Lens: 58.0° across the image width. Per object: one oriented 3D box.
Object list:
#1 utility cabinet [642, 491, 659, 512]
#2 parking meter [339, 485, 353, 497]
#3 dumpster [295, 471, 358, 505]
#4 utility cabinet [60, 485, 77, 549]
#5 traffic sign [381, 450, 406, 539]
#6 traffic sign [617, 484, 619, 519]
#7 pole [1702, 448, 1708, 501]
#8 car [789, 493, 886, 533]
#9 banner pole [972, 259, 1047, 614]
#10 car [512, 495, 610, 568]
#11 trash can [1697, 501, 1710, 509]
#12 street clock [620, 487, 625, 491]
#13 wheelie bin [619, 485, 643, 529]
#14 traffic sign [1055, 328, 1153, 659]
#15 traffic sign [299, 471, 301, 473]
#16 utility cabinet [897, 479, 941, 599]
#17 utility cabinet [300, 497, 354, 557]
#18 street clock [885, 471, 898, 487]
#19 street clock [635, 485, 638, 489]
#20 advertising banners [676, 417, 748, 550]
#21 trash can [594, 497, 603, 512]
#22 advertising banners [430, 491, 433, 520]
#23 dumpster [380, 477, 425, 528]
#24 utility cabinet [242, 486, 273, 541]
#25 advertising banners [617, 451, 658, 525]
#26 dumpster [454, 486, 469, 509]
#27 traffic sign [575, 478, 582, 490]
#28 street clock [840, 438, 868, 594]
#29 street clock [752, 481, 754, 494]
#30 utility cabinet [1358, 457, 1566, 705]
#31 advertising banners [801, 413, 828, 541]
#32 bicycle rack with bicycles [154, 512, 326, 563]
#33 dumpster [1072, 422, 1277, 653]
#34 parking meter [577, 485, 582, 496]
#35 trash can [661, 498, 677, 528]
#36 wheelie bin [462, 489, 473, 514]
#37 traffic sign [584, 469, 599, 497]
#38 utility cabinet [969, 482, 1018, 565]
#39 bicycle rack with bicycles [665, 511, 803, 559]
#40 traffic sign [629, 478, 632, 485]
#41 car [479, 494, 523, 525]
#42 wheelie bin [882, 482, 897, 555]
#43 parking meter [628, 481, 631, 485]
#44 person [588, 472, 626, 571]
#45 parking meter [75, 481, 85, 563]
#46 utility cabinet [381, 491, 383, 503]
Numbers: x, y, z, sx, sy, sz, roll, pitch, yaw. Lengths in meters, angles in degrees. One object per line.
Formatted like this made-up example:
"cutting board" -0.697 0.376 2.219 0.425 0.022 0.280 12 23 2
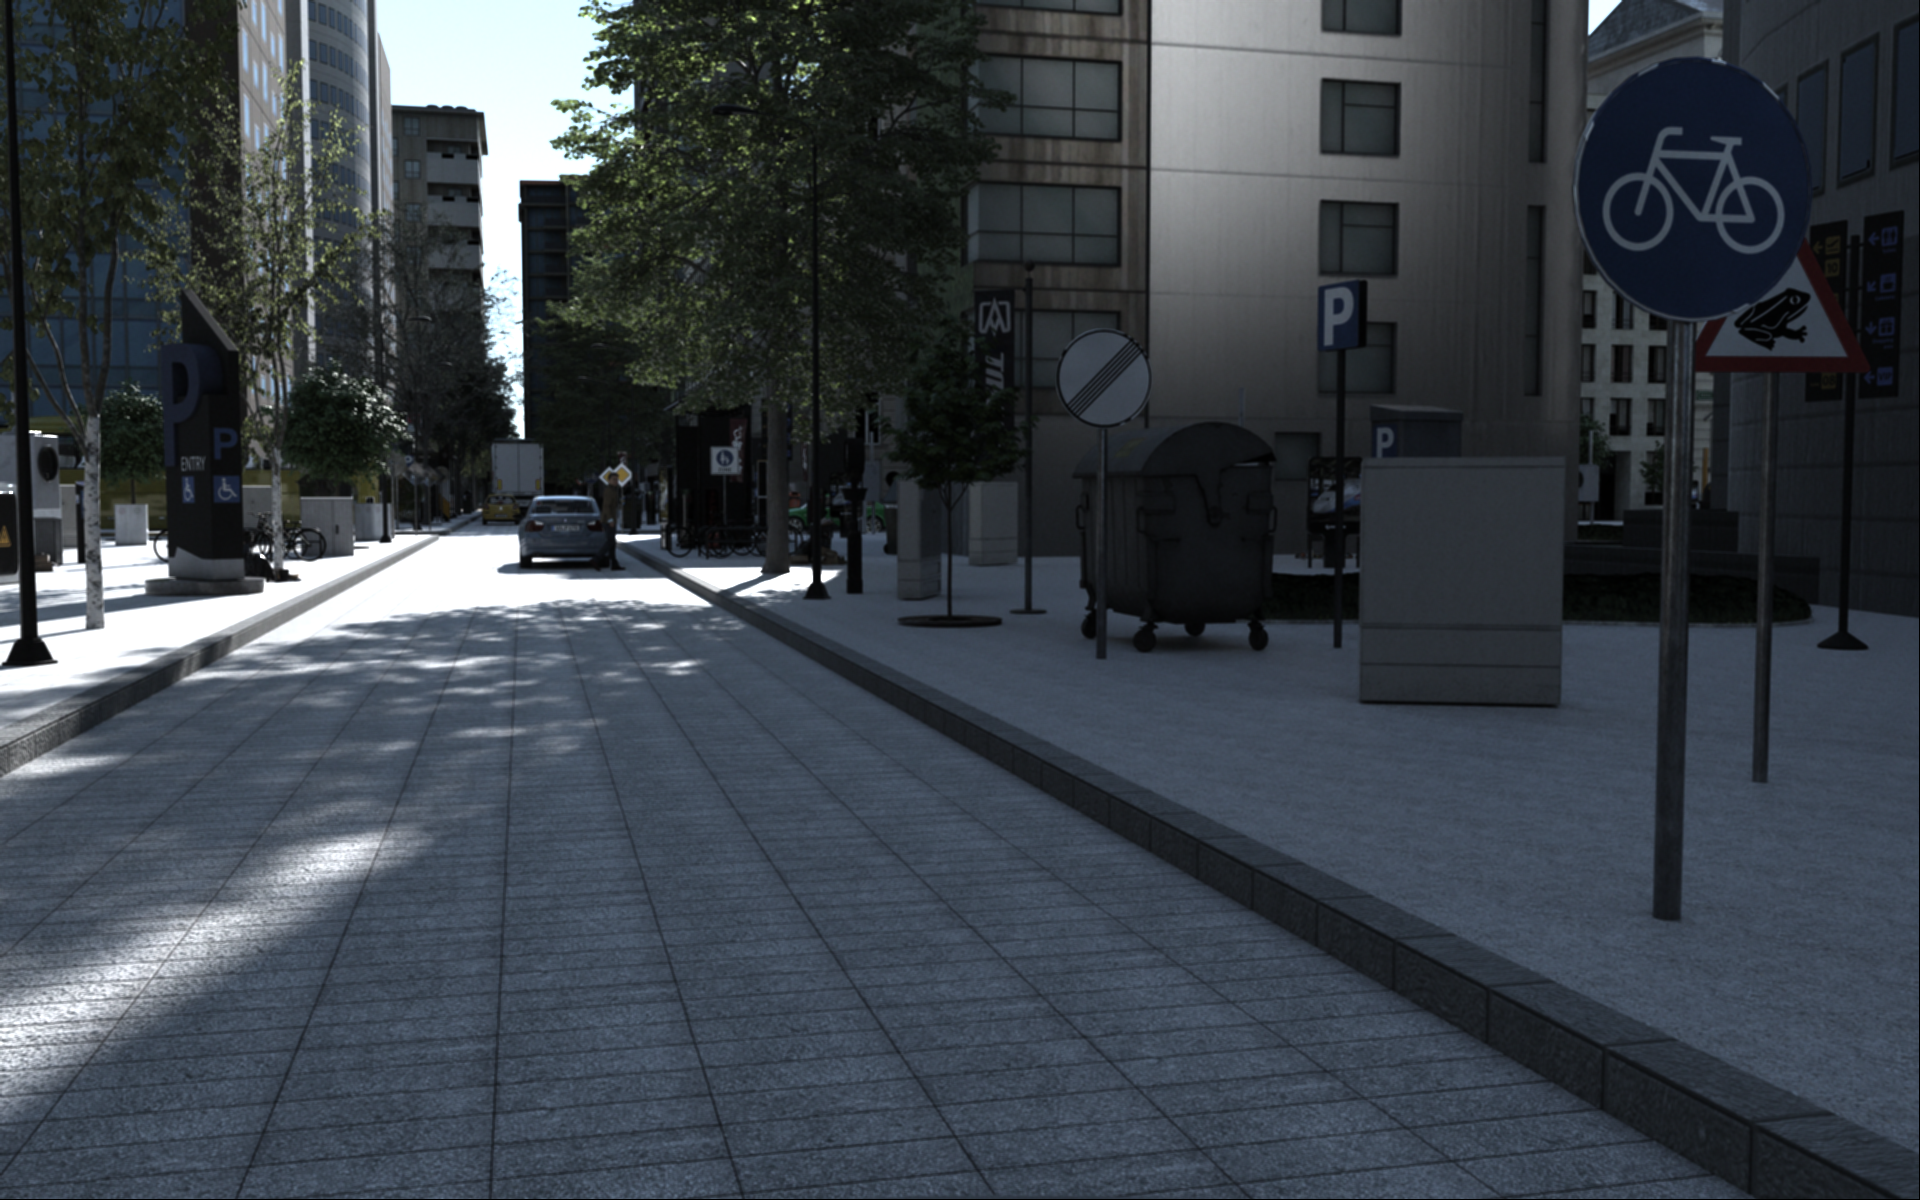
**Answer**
"utility cabinet" -22.405 -7.127 125.207 1.173 1.500 0.318 -1 4 -18
"parking meter" -16.510 -2.332 46.546 0.372 1.533 0.369 0 3 0
"dumpster" -17.576 -2.786 48.050 1.502 2.255 1.985 -1 4 -14
"utility cabinet" -20.913 -1.919 40.048 0.318 1.500 1.173 2 4 29
"traffic sign" -16.229 -3.023 49.529 0.768 2.556 0.104 -1 4 -9
"traffic sign" -17.929 -5.545 90.774 0.768 2.556 0.104 -1 4 -11
"pole" 32.967 -5.066 76.670 0.158 3.312 0.155 0 3 0
"car" -4.498 -3.120 59.815 4.718 1.807 1.959 -1 4 -15
"banner pole" 0.523 -1.752 18.670 0.863 3.779 0.401 1 4 23
"car" -8.004 -1.405 34.974 2.014 1.417 4.499 -1 4 -14
"trash can" 16.239 -1.567 37.280 0.748 1.137 0.748 0 3 0
"street clock" -25.472 -7.813 132.314 0.358 2.002 0.471 3 5 44
"wheelie bin" -12.073 -3.418 63.786 0.693 1.594 0.980 2 4 24
"traffic sign" 1.103 -0.815 13.427 0.768 2.556 0.104 -1 4 -9
"traffic sign" -18.940 -3.082 50.503 0.768 2.556 0.104 -1 4 -13
"utility cabinet" -0.486 -0.778 21.403 0.318 1.500 1.173 1 4 11
"utility cabinet" -13.063 -1.504 35.760 1.020 1.237 0.306 -1 4 -19
"street clock" -2.134 -3.107 55.370 0.471 2.002 0.358 -1 4 -9
"street clock" -25.499 -8.015 135.608 0.471 2.002 0.358 -2 4 -24
"advertising banners" -5.747 -2.688 40.131 2.074 3.025 0.090 2 4 30
"trash can" -16.525 -4.175 79.909 0.748 1.137 0.748 0 3 0
"advertising banners" -26.148 -5.302 82.881 0.090 3.025 2.074 3 4 38
"dumpster" -20.747 -3.791 64.483 1.502 2.255 1.985 -1 4 -14
"utility cabinet" -18.820 -2.270 45.796 1.173 1.500 0.318 -2 4 -30
"advertising banners" -13.351 -4.614 71.635 0.090 3.025 2.074 3 5 40
"dumpster" -35.808 -7.236 124.073 1.264 1.857 1.865 -1 4 -14
"traffic sign" -22.394 -6.273 102.672 0.768 2.556 0.104 -1 4 -12
"street clock" -1.360 -1.085 22.309 0.358 2.002 0.471 -1 4 -10
"street clock" -10.880 -5.379 92.521 0.358 2.002 0.471 3 5 44
"utility cabinet" 3.047 -0.116 10.582 1.173 1.500 0.318 1 4 10
"advertising banners" -3.084 -2.462 36.440 0.090 3.025 2.074 -1 4 -19
"bicycle rack with bicycles" -13.483 -1.216 33.262 2.925 0.926 2.852 1 4 11
"dumpster" 1.822 -0.551 14.764 1.264 1.857 1.865 -1 4 -14
"parking meter" -25.583 -6.789 116.705 0.255 1.863 0.399 1 4 18
"trash can" -10.396 -3.079 61.992 0.748 1.137 0.748 0 3 0
"wheelie bin" -31.736 -6.340 111.567 0.693 1.594 0.980 -1 4 -13
"traffic sign" -18.477 -5.307 86.872 0.768 2.556 0.104 -1 4 -10
"utility cabinet" 0.595 -1.380 31.248 0.318 1.500 1.173 2 4 34
"bicycle rack with bicycles" -4.510 -1.335 35.216 2.925 0.926 2.852 -1 4 -12
"traffic sign" -16.726 -5.195 87.065 0.606 2.300 0.079 -1 4 -10
"car" -21.624 -4.363 81.559 2.015 1.641 3.980 -1 4 -15
"wheelie bin" -1.220 -1.768 36.812 0.693 1.594 0.980 -3 5 -41
"parking meter" -15.022 -4.447 78.426 0.255 1.863 0.399 -1 4 -9
"person" -6.559 -1.464 32.340 0.656 1.842 0.836 3 5 45
"parking meter" -16.270 -1.461 32.304 0.372 1.533 0.369 0 3 0
"utility cabinet" -34.666 -5.852 104.359 0.318 1.500 1.173 -2 4 -26
